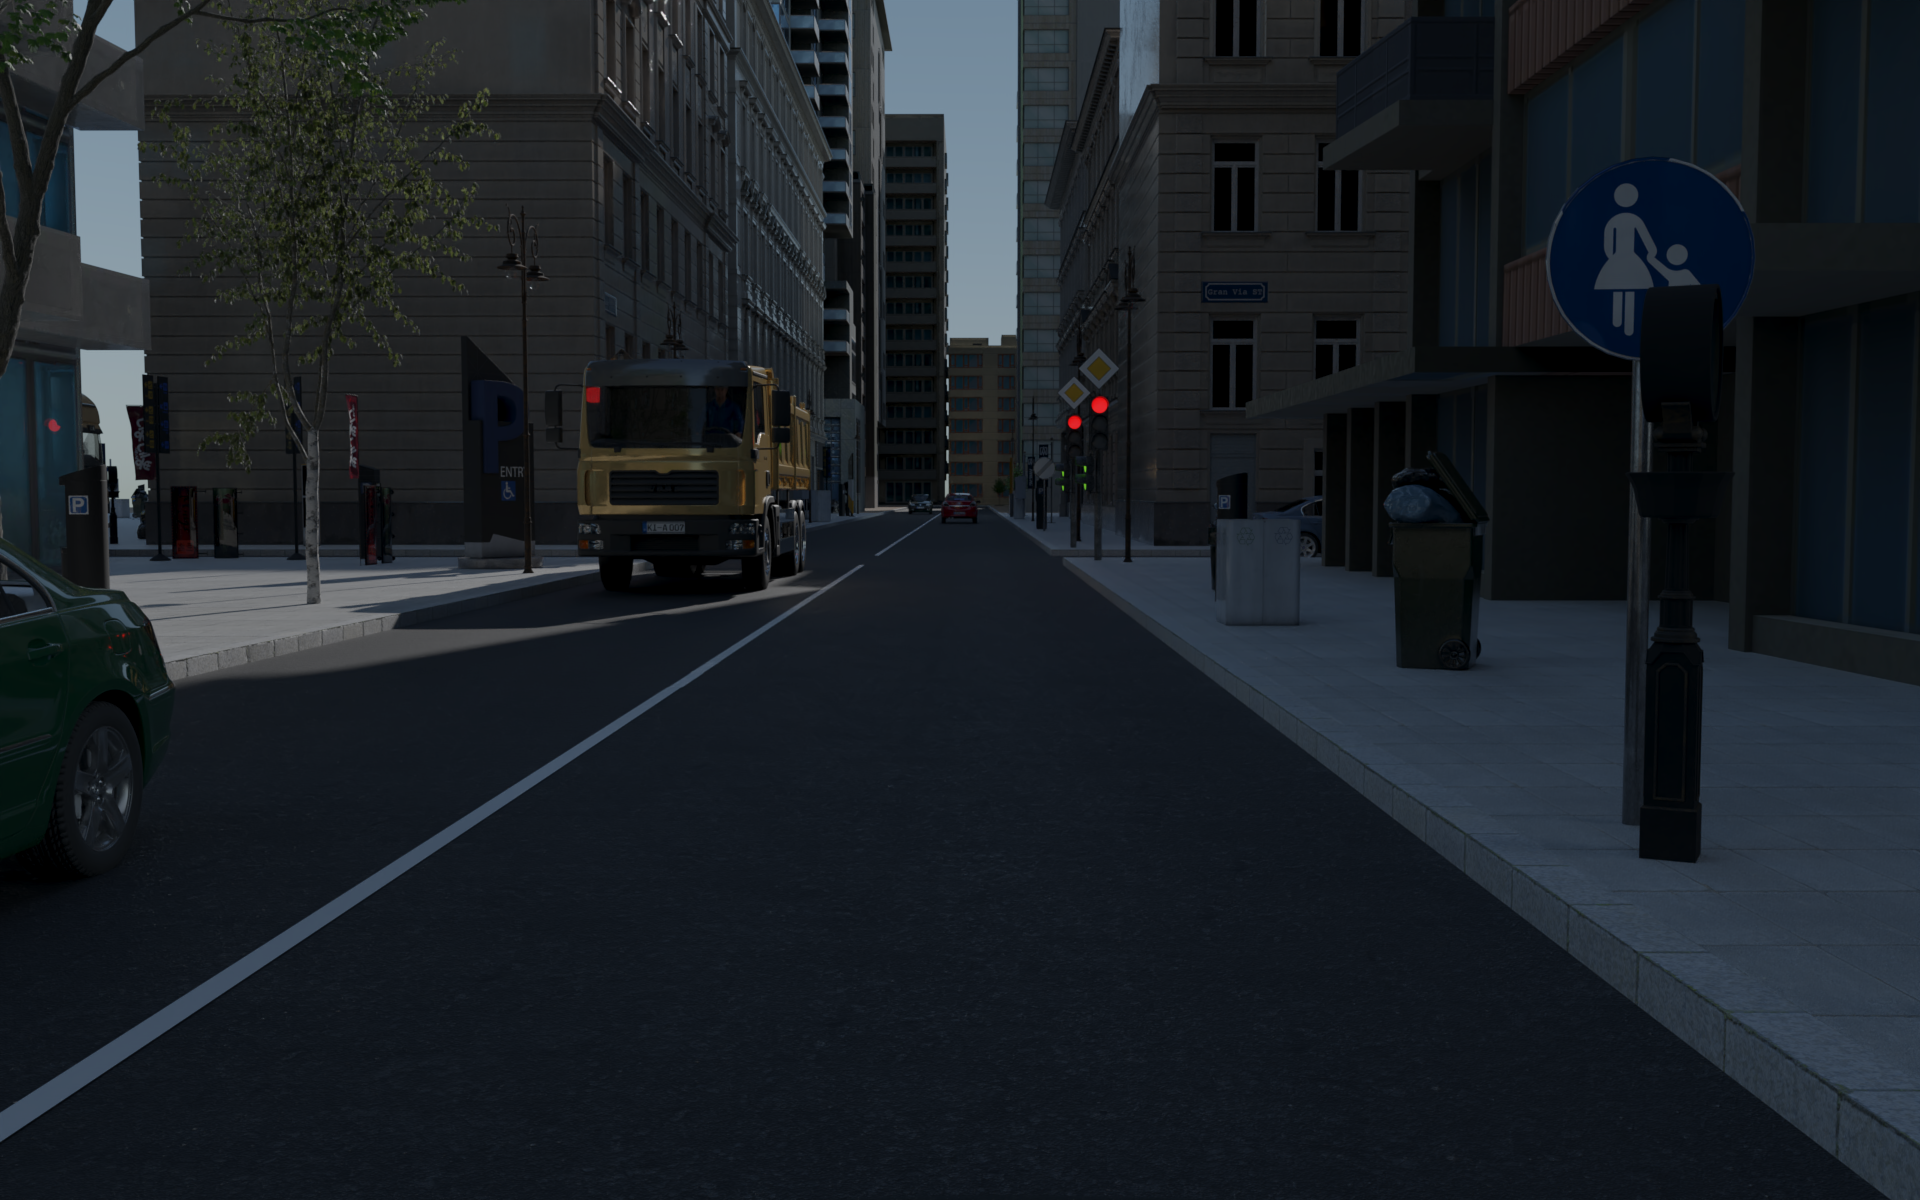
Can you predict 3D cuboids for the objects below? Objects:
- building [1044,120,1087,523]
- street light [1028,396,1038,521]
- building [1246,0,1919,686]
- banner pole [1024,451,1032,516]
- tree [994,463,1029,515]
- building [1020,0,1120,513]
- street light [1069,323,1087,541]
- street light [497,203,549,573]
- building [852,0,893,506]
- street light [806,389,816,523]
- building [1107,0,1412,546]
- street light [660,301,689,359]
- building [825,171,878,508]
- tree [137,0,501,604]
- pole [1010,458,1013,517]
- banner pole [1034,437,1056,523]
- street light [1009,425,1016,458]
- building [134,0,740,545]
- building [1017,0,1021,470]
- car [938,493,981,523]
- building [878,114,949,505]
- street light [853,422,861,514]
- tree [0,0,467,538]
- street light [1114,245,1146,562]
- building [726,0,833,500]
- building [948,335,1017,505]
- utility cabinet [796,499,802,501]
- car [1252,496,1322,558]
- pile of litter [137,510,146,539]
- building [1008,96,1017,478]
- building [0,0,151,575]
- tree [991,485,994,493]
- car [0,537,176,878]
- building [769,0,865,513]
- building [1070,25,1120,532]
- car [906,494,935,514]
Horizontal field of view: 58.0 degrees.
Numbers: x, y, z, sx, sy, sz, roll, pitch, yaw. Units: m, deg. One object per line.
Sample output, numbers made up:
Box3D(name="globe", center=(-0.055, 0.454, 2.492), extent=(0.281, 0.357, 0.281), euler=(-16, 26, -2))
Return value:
Box3D(name="building", center=(10.023, -15.021, 96.507), extent=(10.553, 20.767, 40.483), euler=(0, 4, 0))
Box3D(name="street light", center=(3.442, -6.651, 81.532), extent=(0.468, 5.910, 1.993), euler=(0, 4, 0))
Box3D(name="building", center=(16.001, -22.163, 16.993), extent=(22.147, 44.769, 28.867), euler=(0, 4, 0))
Box3D(name="banner pole", center=(4.020, -6.812, 101.387), extent=(0.863, 3.779, 0.401), euler=(1, 4, 19))
Box3D(name="tree", center=(3.544, -7.312, 114.145), extent=(1.663, 3.219, 1.824), euler=(0, 3, 0))
Box3D(name="building", center=(11.340, -26.994, 124.945), extent=(14.154, 41.232, 14.086), euler=(0, 4, 0))
Box3D(name="street light", center=(3.216, -4.531, 46.862), extent=(0.468, 5.910, 1.993), euler=(0, 4, 0))
Box3D(name="street light", center=(-6.999, -3.371, 27.901), extent=(0.468, 5.910, 1.993), euler=(0, 4, 0))
Box3D(name="building", center=(-21.221, -35.932, 176.726), extent=(27.495, 52.752, 28.713), euler=(0, 4, 0))
Box3D(name="street light", center=(-6.631, -6.339, 76.426), extent=(0.468, 5.910, 1.993), euler=(0, 4, 0))
Box3D(name="building", center=(16.933, -15.303, 47.468), extent=(25.104, 27.353, 12.463), euler=(0, 4, 0))
Box3D(name="street light", center=(-6.851, -4.215, 41.703), extent=(0.468, 5.910, 1.993), euler=(0, 4, 0))
Box3D(name="building", center=(-14.782, -23.416, 154.549), extent=(14.160, 30.474, 14.107), euler=(0, 4, 0))
Box3D(name="tree", center=(-7.557, -4.276, 20.268), extent=(4.360, 8.622, 3.978), euler=(0, 3, 0))
Box3D(name="pole", center=(2.889, -6.294, 96.744), extent=(0.158, 3.312, 0.155), euler=(0, 3, 0))
Box3D(name="banner pole", center=(3.839, -5.292, 76.537), extent=(0.863, 3.779, 0.401), euler=(2, 4, 28))
Box3D(name="street light", center=(3.534, -8.772, 116.203), extent=(0.468, 5.910, 1.993), euler=(0, 4, 0))
Box3D(name="building", center=(-14.661, -15.758, 54.912), extent=(12.463, 27.353, 25.104), euler=(0, 4, 0))
Box3D(name="building", center=(15.312, -36.912, 145.503), extent=(21.231, 58.520, 28.212), euler=(0, 4, 0))
Box3D(name="car", center=(-0.038, -4.709, 86.040), extent=(2.155, 1.783, 4.494), euler=(0, 4, 0))
Box3D(name="building", center=(-12.275, -35.947, 211.438), extent=(21.600, 48.544, 21.300), euler=(0, 4, 0))
Box3D(name="street light", center=(-6.571, -8.470, 111.280), extent=(0.468, 5.910, 1.993), euler=(0, 4, 0))
Box3D(name="tree", center=(-7.702, -5.376, 13.651), extent=(9.928, 11.665, 9.643), euler=(0, 3, 0))
Box3D(name="street light", center=(3.163, -3.649, 32.446), extent=(0.468, 5.910, 1.993), euler=(0, 4, 0))
Box3D(name="building", center=(-16.622, -19.186, 90.108), extent=(17.030, 29.872, 44.131), euler=(0, 4, 0))
Box3D(name="building", center=(13.178, -22.627, 214.994), extent=(28.899, 21.520, 27.650), euler=(0, 4, 0))
Box3D(name="utility cabinet", center=(-7.536, -4.294, 81.375), extent=(0.306, 1.237, 1.020), euler=(0, 4, -1))
Box3D(name="car", center=(8.475, -1.540, 37.182), extent=(4.499, 1.417, 2.014), euler=(0, 4, 0))
Box3D(name="pile of litter", center=(-23.028, -2.186, 49.707), extent=(1.176, 0.858, 1.719), euler=(0, 4, -3))
Box3D(name="building", center=(16.980, -34.016, 175.768), extent=(23.786, 49.044, 30.456), euler=(0, 4, 0))
Box3D(name="building", center=(-26.968, -24.316, 17.184), extent=(30.456, 49.044, 23.786), euler=(0, 4, 0))
Box3D(name="tree", center=(4.601, -12.203, 194.119), extent=(1.663, 3.219, 1.824), euler=(0, 3, 0))
Box3D(name="car", center=(-4.101, 0.406, 5.165), extent=(2.131, 1.459, 4.920), euler=(0, 4, -1))
Box3D(name="building", center=(-18.149, -50.011, 130.346), extent=(22.319, 86.520, 31.000), euler=(0, 4, 0))
Box3D(name="building", center=(9.986, -12.300, 65.732), extent=(10.561, 19.102, 19.286), euler=(0, 4, 0))
Box3D(name="car", center=(-2.811, -6.958, 123.547), extent=(2.009, 1.686, 4.222), euler=(0, 4, -1))
